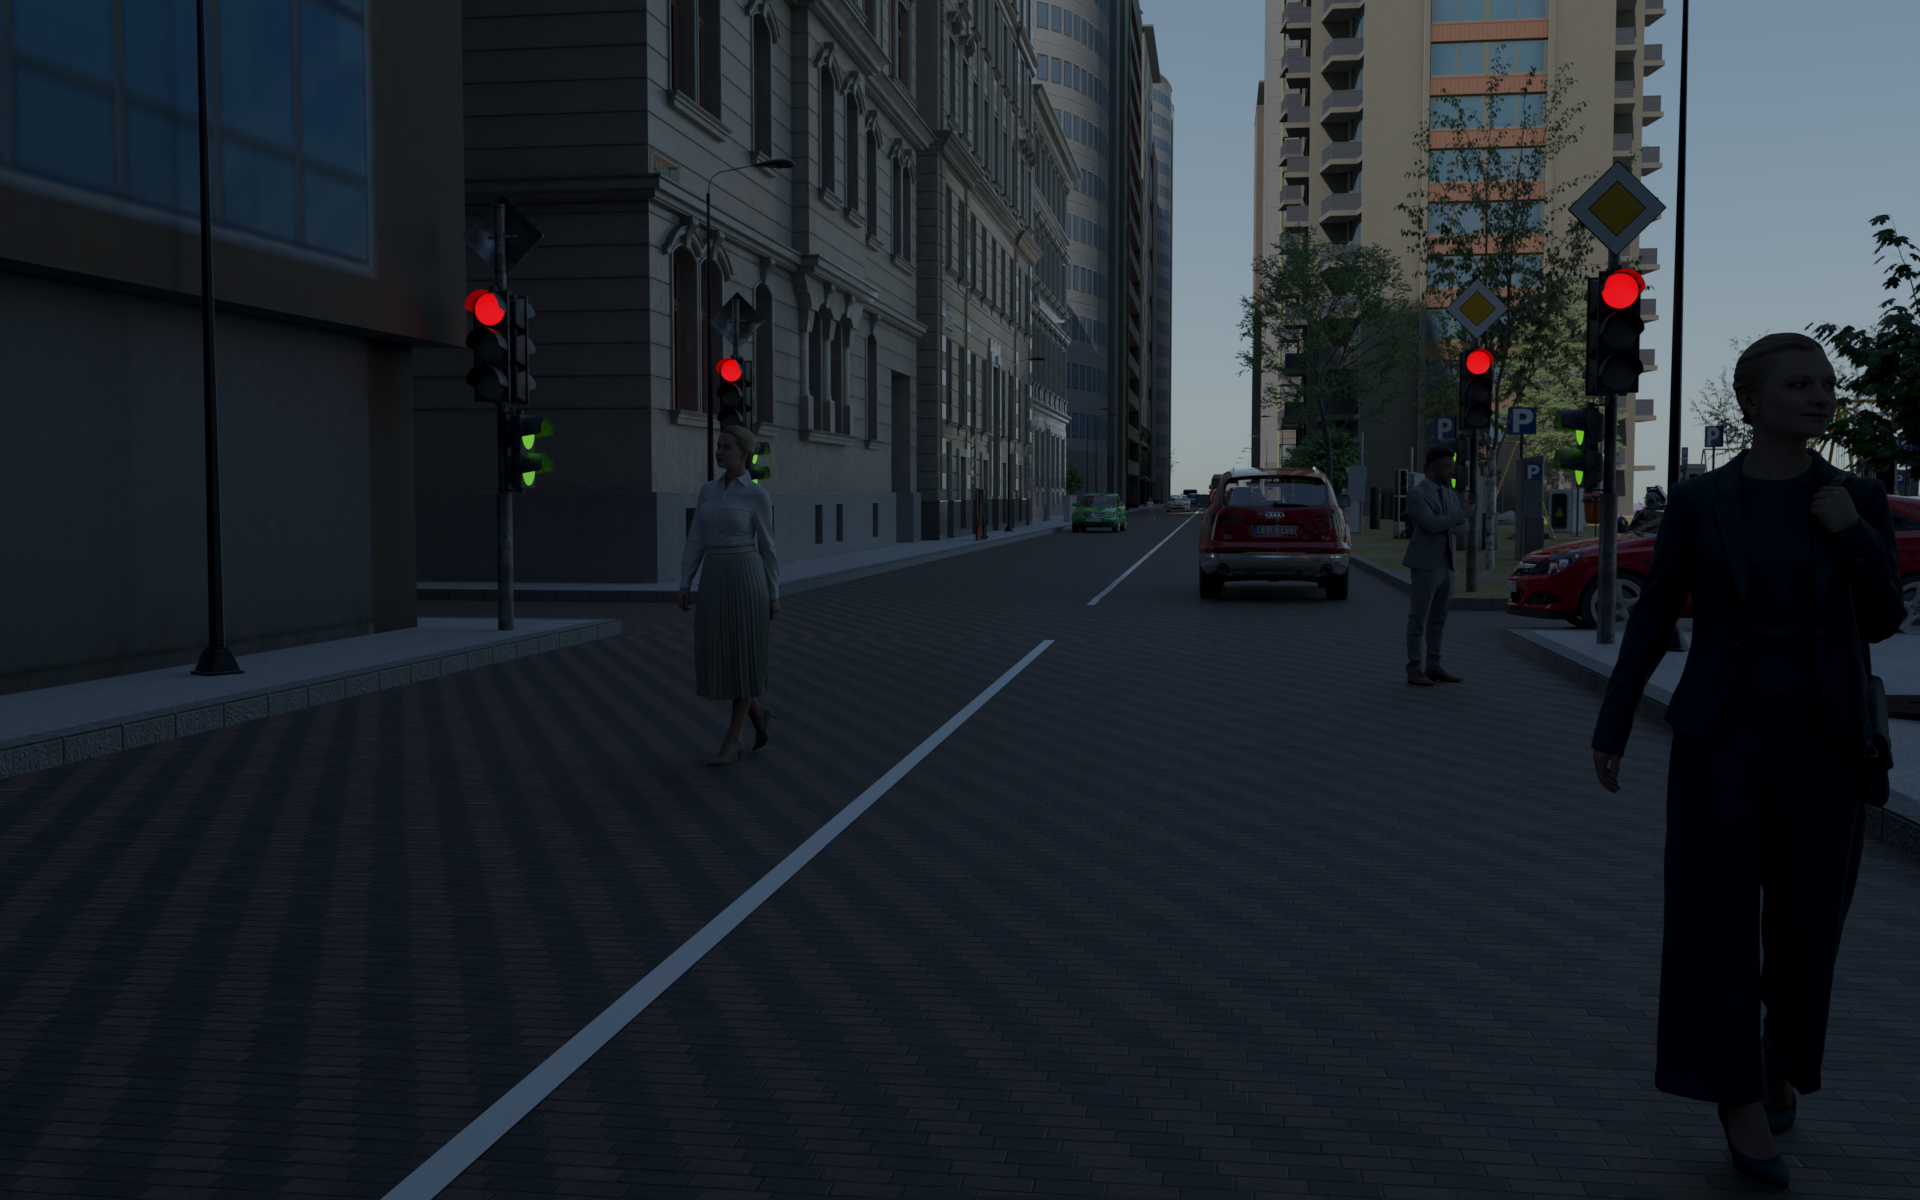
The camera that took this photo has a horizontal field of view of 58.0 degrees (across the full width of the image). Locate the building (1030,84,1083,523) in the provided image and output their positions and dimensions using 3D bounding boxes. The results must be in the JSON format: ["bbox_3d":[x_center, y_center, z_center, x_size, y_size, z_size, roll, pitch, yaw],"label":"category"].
[{"bbox_3d":[-0.778,-15.086,82.809,11.583,22.565,21.152,1,4,8],"label":"building"}]

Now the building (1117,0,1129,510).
[{"bbox_3d":[5.618,-27.601,134.872,14.154,41.232,14.086,1,4,8],"label":"building"}]

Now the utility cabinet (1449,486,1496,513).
[{"bbox_3d":[13.730,-2.307,46.398,1.173,1.500,0.318,2,4,28],"label":"utility cabinet"}]

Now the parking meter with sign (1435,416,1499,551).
[{"bbox_3d":[11.603,-2.647,39.540,1.738,3.016,0.543,-3,4,-36],"label":"parking meter with sign"}]

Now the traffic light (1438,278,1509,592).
[{"bbox_3d":[6.715,-2.065,22.686,0.839,4.253,0.868,1,4,8],"label":"traffic light"}]

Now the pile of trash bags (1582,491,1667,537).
[{"bbox_3d":[19.038,-2.342,48.042,3.447,1.369,1.912,0,4,7],"label":"pile of trash bags"}]

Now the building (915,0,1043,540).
[{"bbox_3d":[-4.353,-16.061,59.856,12.463,27.353,25.104,1,4,8],"label":"building"}]

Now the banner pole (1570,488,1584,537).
[{"bbox_3d":[18.568,-3.789,51.969,0.401,3.779,0.863,1,4,17],"label":"banner pole"}]

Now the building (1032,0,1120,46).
[{"bbox_3d":[-0.903,-34.928,113.074,21.231,58.520,28.212,1,4,8],"label":"building"}]

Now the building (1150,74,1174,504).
[{"bbox_3d":[18.174,-42.540,237.529,21.231,58.520,28.212,1,4,8],"label":"building"}]

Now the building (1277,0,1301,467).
[{"bbox_3d":[31.876,-27.575,134.454,14.154,41.232,14.086,1,4,8],"label":"building"}]

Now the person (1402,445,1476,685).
[{"bbox_3d":[3.617,-0.266,13.036,0.466,1.800,0.511,3,5,40],"label":"person"}]

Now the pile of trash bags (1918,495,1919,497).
[{"bbox_3d":[20.873,-1.724,37.940,1.912,1.369,3.447,3,5,40],"label":"pile of trash bags"}]

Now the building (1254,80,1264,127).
[{"bbox_3d":[51.028,-38.235,214.385,28.713,52.752,27.495,1,4,8],"label":"building"}]

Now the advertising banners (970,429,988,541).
[{"bbox_3d":[0.510,-3.144,47.594,0.090,3.025,2.074,1,4,14],"label":"advertising banners"}]

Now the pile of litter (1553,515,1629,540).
[{"bbox_3d":[13.170,-1.310,35.382,1.719,0.858,1.176,-3,5,-42],"label":"pile of litter"}]

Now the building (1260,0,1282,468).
[{"bbox_3d":[37.878,-37.524,155.520,21.231,58.520,28.212,1,4,8],"label":"building"}]

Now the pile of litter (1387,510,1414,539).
[{"bbox_3d":[13.024,-2.175,49.527,1.176,0.858,1.719,-2,4,-26],"label":"pile of litter"}]

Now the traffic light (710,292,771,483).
[{"bbox_3d":[-3.090,-2.153,24.127,0.839,4.253,0.868,1,4,8],"label":"traffic light"}]

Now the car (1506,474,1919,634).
[{"bbox_3d":[7.907,-0.525,17.621,4.494,1.783,2.155,1,4,10],"label":"car"}]

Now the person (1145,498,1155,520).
[{"bbox_3d":[10.481,-5.013,95.484,0.505,1.210,0.382,-1,4,-9],"label":"person"}]

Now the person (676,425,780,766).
[{"bbox_3d":[-1.197,-0.039,9.362,0.478,1.798,0.641,2,4,33],"label":"person"}]

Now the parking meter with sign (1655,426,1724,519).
[{"bbox_3d":[18.499,-2.920,44.003,1.738,3.016,0.543,-1,4,-22],"label":"parking meter with sign"}]

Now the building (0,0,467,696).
[{"bbox_3d":[-12.834,-22.004,9.869,14.200,45.320,14.600,1,4,8],"label":"building"}]

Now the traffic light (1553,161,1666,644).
[{"bbox_3d":[5.537,-1.582,14.788,0.839,4.253,0.868,1,4,8],"label":"traffic light"}]

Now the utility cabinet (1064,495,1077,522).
[{"bbox_3d":[5.068,-4.192,79.699,0.306,1.237,1.020,1,4,23],"label":"utility cabinet"}]

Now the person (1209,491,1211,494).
[{"bbox_3d":[27.917,-11.323,193.708,0.705,1.814,1.350,2,4,33],"label":"person"}]

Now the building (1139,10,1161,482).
[{"bbox_3d":[7.835,-37.136,196.405,28.713,52.752,27.495,1,4,8],"label":"building"}]

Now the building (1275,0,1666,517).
[{"bbox_3d":[31.974,-27.966,111.868,22.147,44.769,28.867,1,4,8],"label":"building"}]

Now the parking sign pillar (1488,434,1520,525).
[{"bbox_3d":[22.696,-5.127,72.303,1.447,3.967,1.447,-2,4,-24],"label":"parking sign pillar"}]

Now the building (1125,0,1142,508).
[{"bbox_3d":[4.836,-32.386,153.218,21.300,48.544,21.600,1,4,8],"label":"building"}]

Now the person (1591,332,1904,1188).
[{"bbox_3d":[1.720,0.315,3.770,0.576,1.772,0.534,0,4,-3],"label":"person"}]

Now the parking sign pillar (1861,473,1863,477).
[{"bbox_3d":[33.267,-4.549,62.847,1.447,3.967,1.447,-2,4,-33],"label":"parking sign pillar"}]

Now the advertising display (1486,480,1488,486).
[{"bbox_3d":[23.836,-4.409,77.305,0.974,1.923,0.123,-2,4,-33],"label":"advertising display"}]

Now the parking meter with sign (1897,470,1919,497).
[{"bbox_3d":[29.548,-3.537,54.096,1.738,3.016,0.543,2,4,25],"label":"parking meter with sign"}]

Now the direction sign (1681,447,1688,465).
[{"bbox_3d":[34.746,-5.607,83.673,0.379,3.537,0.876,-2,4,-32],"label":"direction sign"}]

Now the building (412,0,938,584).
[{"bbox_3d":[-8.837,-15.195,35.820,14.401,28.519,23.554,1,4,8],"label":"building"}]

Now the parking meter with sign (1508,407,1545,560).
[{"bbox_3d":[11.142,-2.304,33.939,0.543,3.016,1.738,0,4,8],"label":"parking meter with sign"}]

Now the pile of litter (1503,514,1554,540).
[{"bbox_3d":[16.207,-2.155,49.204,1.176,0.858,1.719,-1,4,-10],"label":"pile of litter"}]

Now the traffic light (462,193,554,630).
[{"bbox_3d":[-4.268,-1.670,16.229,0.839,4.253,0.868,1,4,8],"label":"traffic light"}]

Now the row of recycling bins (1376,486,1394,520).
[{"bbox_3d":[21.870,-4.941,87.900,1.069,1.692,3.534,-1,4,-14],"label":"row of recycling bins"}]

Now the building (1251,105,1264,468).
[{"bbox_3d":[40.053,-33.315,194.809,14.600,45.320,14.200,1,4,8],"label":"building"}]

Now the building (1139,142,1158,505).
[{"bbox_3d":[17.410,-34.648,216.602,14.600,45.320,14.200,1,4,8],"label":"building"}]
